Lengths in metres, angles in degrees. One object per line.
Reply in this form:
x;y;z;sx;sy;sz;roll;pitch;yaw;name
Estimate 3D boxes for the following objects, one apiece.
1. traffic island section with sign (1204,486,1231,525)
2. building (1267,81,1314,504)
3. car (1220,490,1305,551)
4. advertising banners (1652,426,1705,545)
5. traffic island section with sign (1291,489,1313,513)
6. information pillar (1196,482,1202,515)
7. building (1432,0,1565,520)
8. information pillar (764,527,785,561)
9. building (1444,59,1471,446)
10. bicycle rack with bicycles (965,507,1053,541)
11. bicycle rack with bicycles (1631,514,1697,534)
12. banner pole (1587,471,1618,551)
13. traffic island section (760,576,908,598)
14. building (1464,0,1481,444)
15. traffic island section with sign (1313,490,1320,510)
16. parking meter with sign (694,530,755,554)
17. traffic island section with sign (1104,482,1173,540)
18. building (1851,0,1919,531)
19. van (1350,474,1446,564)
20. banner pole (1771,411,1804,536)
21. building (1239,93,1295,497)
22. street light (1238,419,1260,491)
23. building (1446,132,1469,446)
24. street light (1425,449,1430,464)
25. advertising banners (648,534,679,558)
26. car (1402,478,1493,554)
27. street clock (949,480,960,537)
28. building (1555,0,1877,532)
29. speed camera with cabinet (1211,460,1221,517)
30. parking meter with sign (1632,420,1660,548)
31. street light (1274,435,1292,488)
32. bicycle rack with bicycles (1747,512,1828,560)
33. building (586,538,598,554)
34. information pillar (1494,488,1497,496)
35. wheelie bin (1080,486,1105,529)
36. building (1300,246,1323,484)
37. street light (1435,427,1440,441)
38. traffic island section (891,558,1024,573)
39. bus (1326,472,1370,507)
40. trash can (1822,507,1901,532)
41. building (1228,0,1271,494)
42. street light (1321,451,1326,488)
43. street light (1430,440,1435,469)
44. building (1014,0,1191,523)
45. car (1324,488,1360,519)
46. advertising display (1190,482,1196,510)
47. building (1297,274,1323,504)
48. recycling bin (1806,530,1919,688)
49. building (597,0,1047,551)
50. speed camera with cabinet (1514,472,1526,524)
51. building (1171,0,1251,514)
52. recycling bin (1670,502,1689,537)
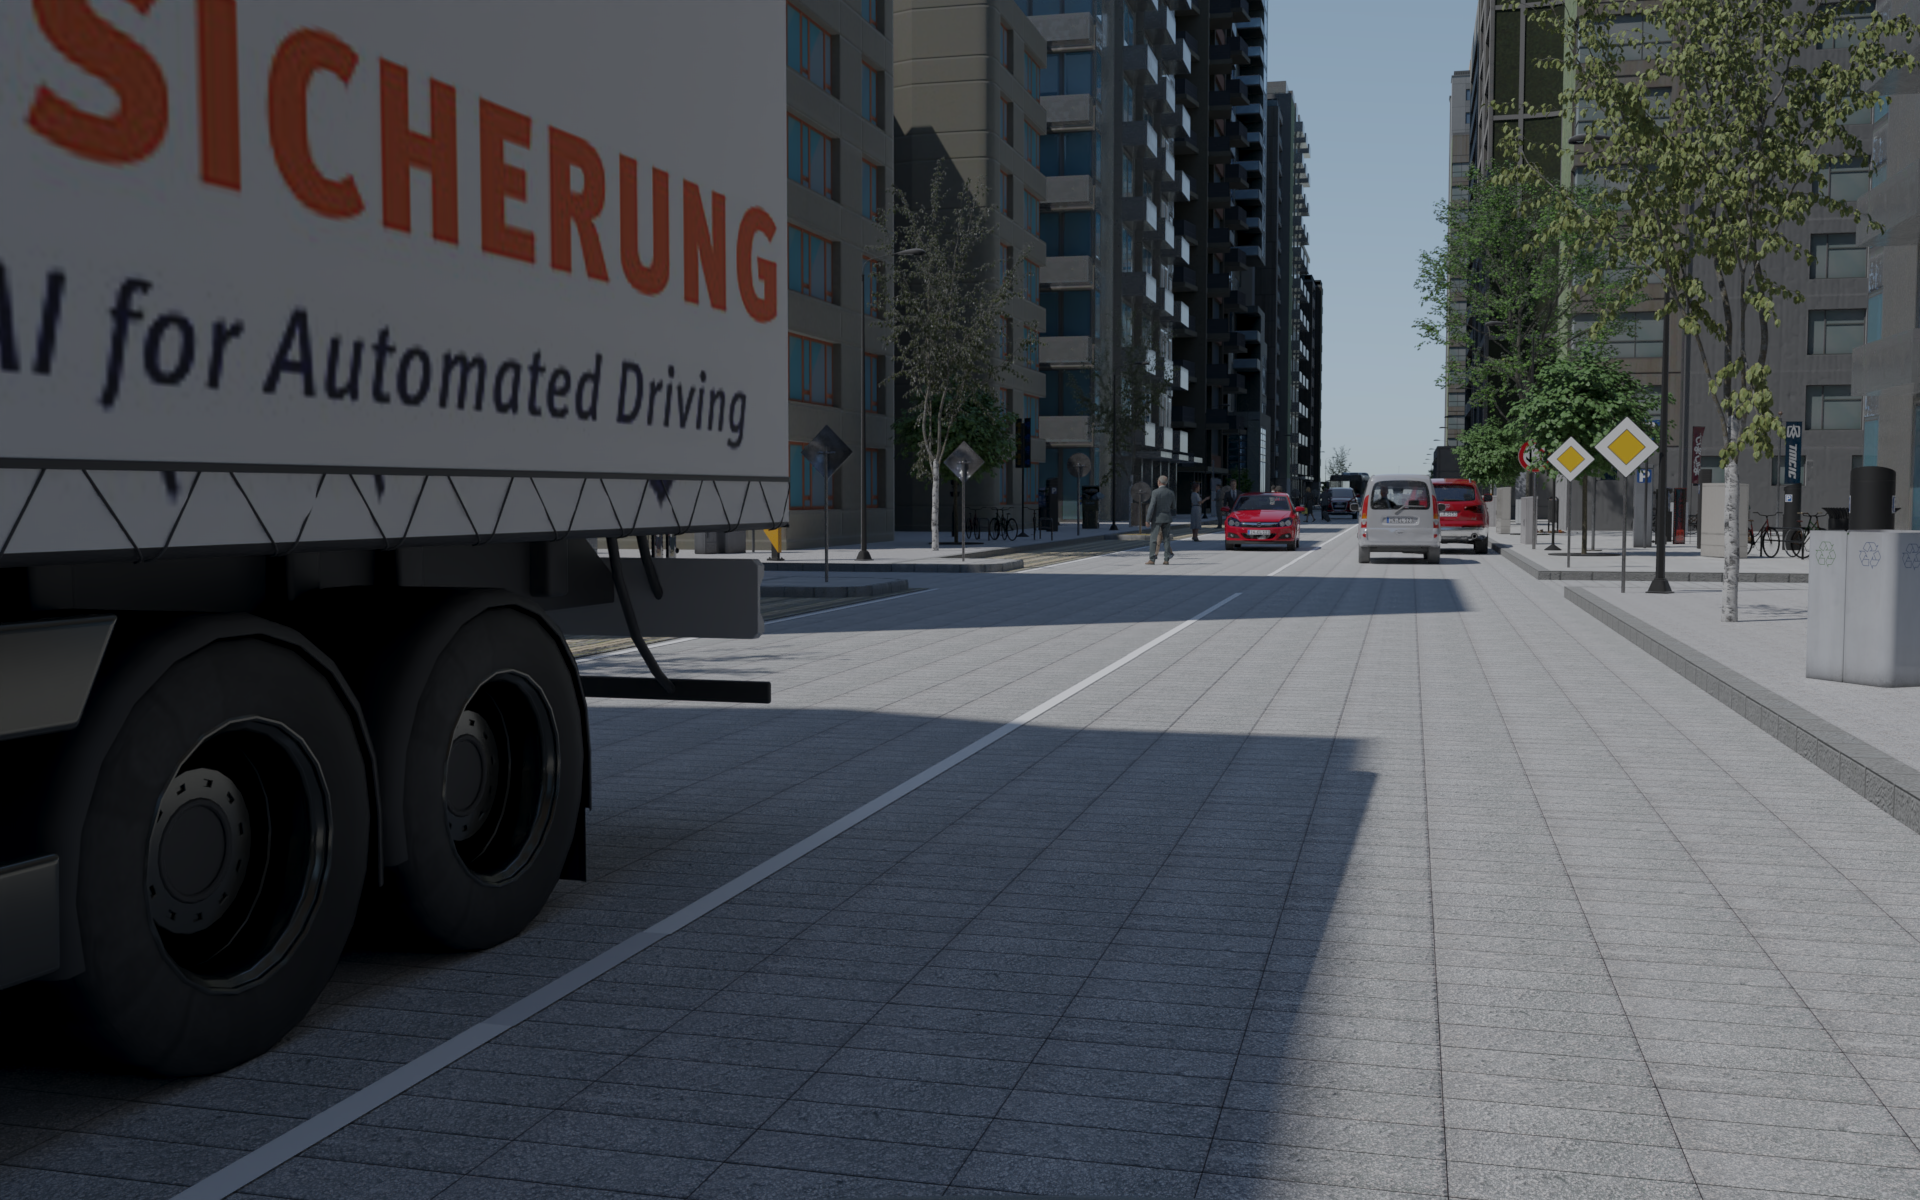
12.469;-4.412;80.761;1.989;1.847;2.006;1;4;15;traffic island section with sign
29.630;-35.829;205.420;23.786;49.044;30.456;1;4;15;building
7.913;-2.209;45.149;2.155;1.783;4.494;1;4;13;car
18.400;-2.942;44.288;2.074;3.025;0.090;-2;4;-33;advertising banners
25.169;-7.402;129.645;1.989;1.847;2.006;1;4;15;traffic island section with sign
14.390;-6.120;104.558;0.304;2.012;0.304;3;5;40;information pillar
35.243;-39.729;87.816;20.563;71.187;20.611;1;4;15;building
-3.595;-2.561;33.220;0.183;3.616;0.504;-3;5;-42;information pillar
78.249;-42.675;239.729;21.231;58.520;28.212;1;4;15;building
1.438;-2.144;48.444;2.852;0.926;2.925;0;4;-7;bicycle rack with bicycles
22.733;-2.527;54.696;2.925;0.926;2.852;0;4;6;bicycle rack with bicycles
14.481;-2.995;38.992;0.863;3.779;0.401;-1;4;-19;banner pole
-1.964;-0.180;25.226;2.009;0.180;2.903;1;4;15;traffic island section
58.433;-32.833;160.528;21.300;48.544;21.600;1;4;15;building
31.934;-8.998;155.741;1.989;1.847;2.006;1;4;15;traffic island section with sign
-5.027;-2.520;37.460;0.543;3.016;1.738;2;4;34;parking meter with sign
5.691;-2.816;54.669;1.989;1.847;2.006;1;4;15;traffic island section with sign
35.661;-25.432;35.422;30.456;49.044;23.786;1;4;15;building
9.353;-1.832;36.967;2.013;2.044;4.112;1;4;13;van
25.061;-3.821;52.488;0.863;3.779;0.401;1;4;9;banner pole
25.685;-29.954;173.345;14.154;41.232;14.086;1;4;15;building
17.842;-8.236;107.192;1.470;5.913;1.316;1;4;15;street light
62.803;-31.404;197.046;14.154;41.232;14.086;1;4;15;building
48.358;-12.451;176.119;1.470;5.913;1.316;1;4;15;street light
-4.044;-1.648;23.129;0.090;3.025;2.074;0;4;4;advertising banners
12.077;-2.106;43.112;2.281;1.827;5.304;1;4;16;car
-0.153;-2.894;51.890;0.358;2.002;0.471;0;4;-6;street clock
29.653;-23.269;64.040;14.154;41.232;14.086;1;4;15;building
14.778;-6.451;99.817;0.660;3.252;2.038;1;4;8;speed camera with cabinet
16.433;-2.772;41.578;0.543;3.016;1.738;1;4;19;parking meter with sign
25.142;-9.948;135.196;1.470;5.913;1.316;1;4;15;street light
17.207;-1.293;34.524;2.852;0.926;2.925;0;4;1;bicycle rack with bicycles
-14.714;-10.210;21.688;16.860;20.320;10.420;1;4;15;building
22.967;-5.084;74.474;0.183;3.616;0.504;3;5;40;information pillar
4.854;-3.432;64.022;0.980;1.594;0.693;0;4;7;wheelie bin
36.447;-33.924;246.544;32.217;40.220;23.993;1;4;15;building
33.684;-8.979;119.344;1.470;5.913;1.316;1;4;15;street light
0.043;-0.653;32.956;2.009;0.180;2.903;1;4;15;traffic island section
32.081;-9.020;142.334;2.948;3.499;13.247;1;4;16;bus
9.513;-0.408;18.320;0.748;1.137;0.748;0;3;0;trash can
16.502;-51.253;150.658;22.319;86.520;31.000;1;4;15;building
38.920;-13.195;188.277;1.470;5.913;1.316;1;4;15;street light
40.939;-10.687;147.276;1.470;5.913;1.316;1;4;15;street light
-0.058;-28.802;90.520;23.786;49.044;30.456;1;4;15;building
22.133;-5.640;100.889;2.281;1.827;5.304;1;4;13;car
12.273;-5.264;91.288;0.123;1.923;0.974;0;4;-2;advertising display
39.808;-27.806;226.328;14.160;30.474;14.107;1;4;15;building
6.345;0.043;11.859;0.722;1.027;0.722;-1;4;-19;recycling bin
-13.698;-12.905;56.040;27.650;21.520;28.899;1;4;15;building
24.069;-4.876;74.059;0.660;3.252;2.038;1;4;20;speed camera with cabinet
8.681;-28.652;123.090;22.147;44.769;28.867;1;4;15;building
21.473;-2.420;52.114;0.722;1.027;0.722;2;4;32;recycling bin
